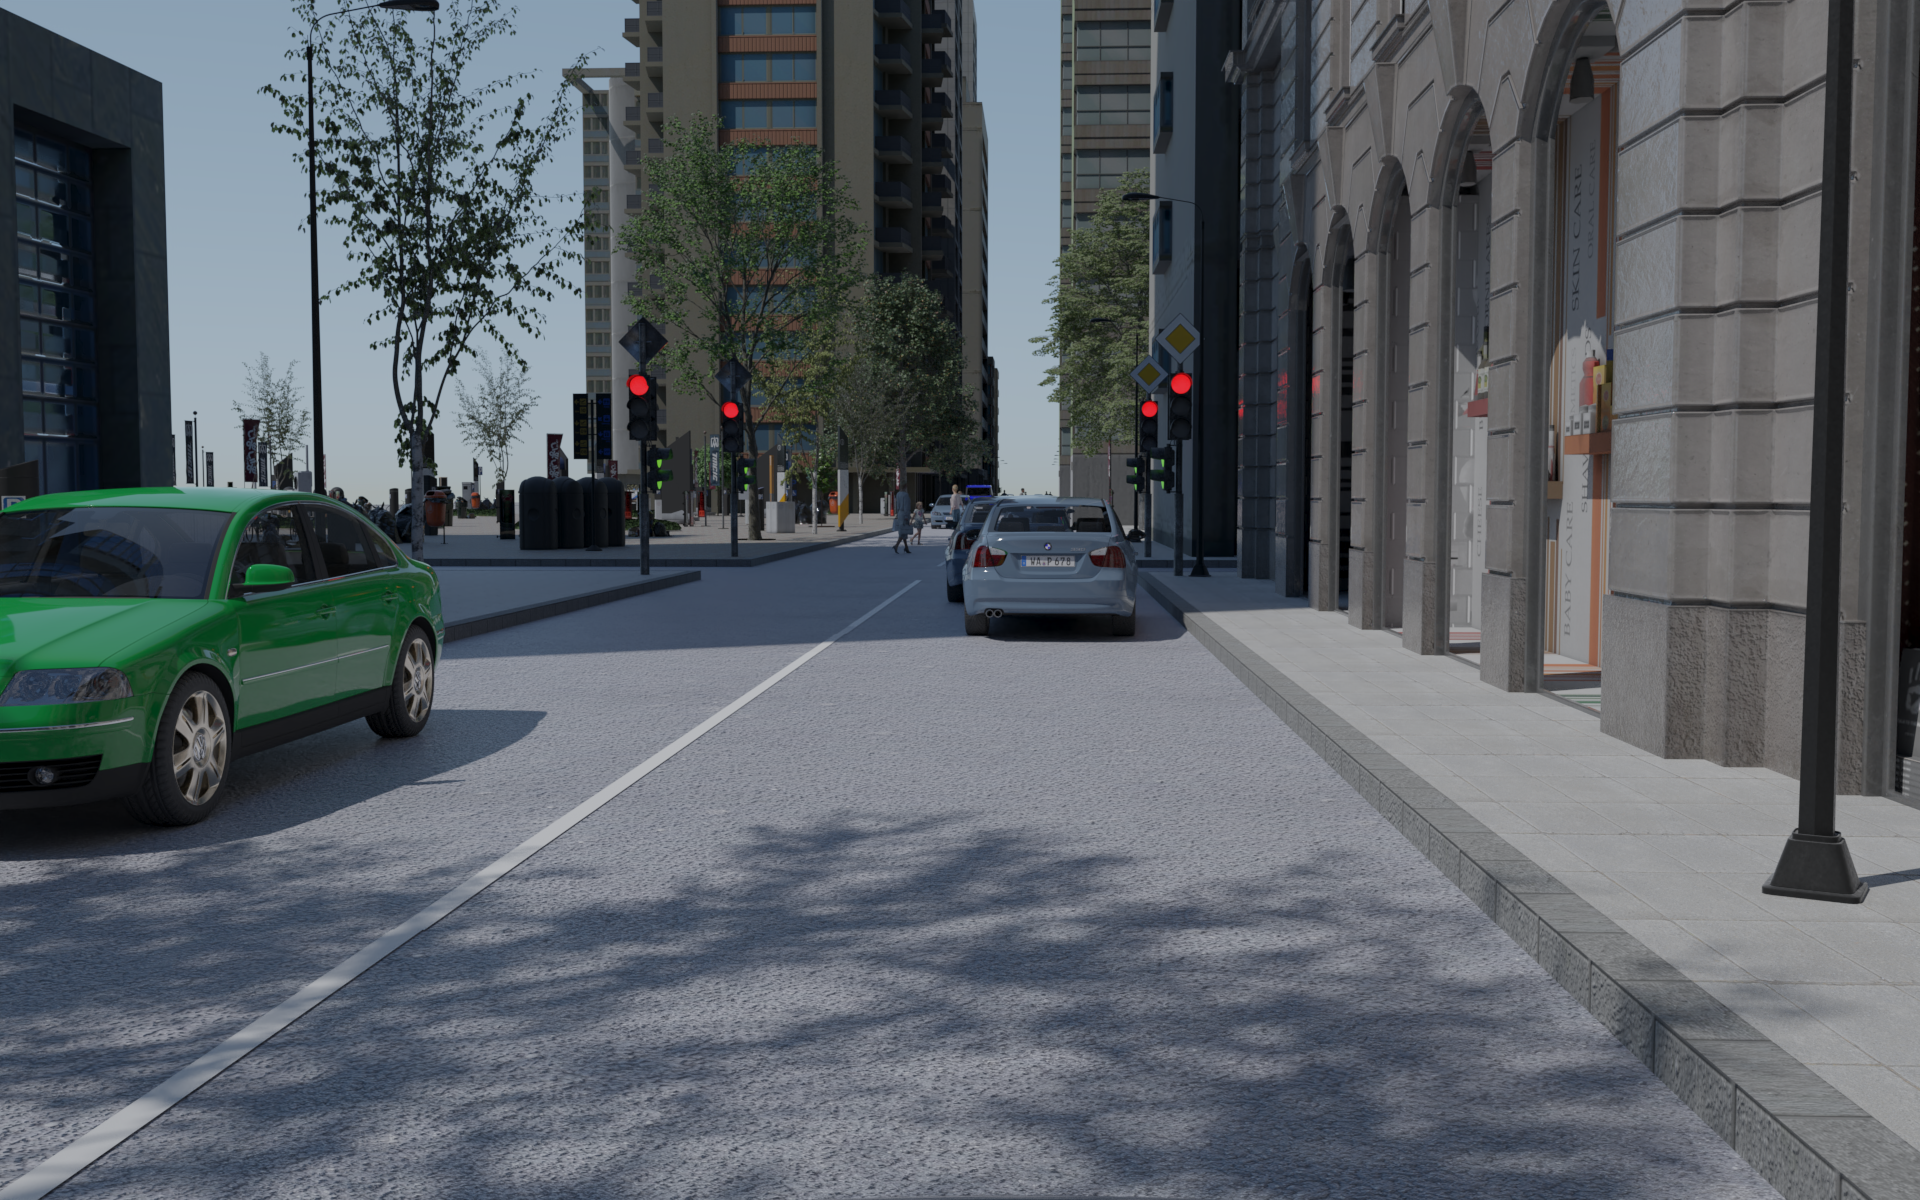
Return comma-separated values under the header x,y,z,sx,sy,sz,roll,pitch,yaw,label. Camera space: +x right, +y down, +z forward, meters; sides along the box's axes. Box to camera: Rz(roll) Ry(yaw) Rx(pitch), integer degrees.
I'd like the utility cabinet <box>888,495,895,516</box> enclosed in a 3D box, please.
x,y,z,sx,sy,sz,roll,pitch,yaw,label
-4.070,-5.561,102.076,0.306,1.237,1.020,1,4,10,utility cabinet

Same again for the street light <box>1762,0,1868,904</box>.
x,y,z,sx,sy,sz,roll,pitch,yaw,label
2.221,-2.013,5.449,1.470,5.913,1.316,0,4,3,street light

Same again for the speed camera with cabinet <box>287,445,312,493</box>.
x,y,z,sx,sy,sz,roll,pitch,yaw,label
-26.743,-4.631,70.055,0.660,3.252,2.038,-2,4,-33,speed camera with cabinet

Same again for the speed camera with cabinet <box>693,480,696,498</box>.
x,y,z,sx,sy,sz,roll,pitch,yaw,label
-17.612,-7.135,110.991,2.038,3.252,0.660,0,4,-8,speed camera with cabinet

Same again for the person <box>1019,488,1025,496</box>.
x,y,z,sx,sy,sz,roll,pitch,yaw,label
3.671,-5.778,103.236,0.850,1.792,0.678,1,4,10,person

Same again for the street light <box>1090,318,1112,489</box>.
x,y,z,sx,sy,sz,roll,pitch,yaw,label
4.124,-4.481,45.807,1.470,5.913,1.316,0,4,3,street light

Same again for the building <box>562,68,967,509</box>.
x,y,z,sx,sy,sz,roll,pitch,yaw,label
-15.715,-28.120,151.640,32.217,40.220,23.993,0,4,3,building

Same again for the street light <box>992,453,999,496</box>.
x,y,z,sx,sy,sz,roll,pitch,yaw,label
3.316,-13.608,195.030,1.470,5.913,1.316,0,4,3,street light

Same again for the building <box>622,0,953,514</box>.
x,y,z,sx,sy,sz,roll,pitch,yaw,label
-11.924,-28.763,124.906,22.147,44.769,28.867,0,4,3,building

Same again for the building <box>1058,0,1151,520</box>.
x,y,z,sx,sy,sz,roll,pitch,yaw,label
12.918,-25.612,102.353,14.154,41.232,14.086,0,4,3,building

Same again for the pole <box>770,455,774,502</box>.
x,y,z,sx,sy,sz,roll,pitch,yaw,label
-9.936,-5.970,91.447,0.158,3.312,0.155,0,3,0,pole

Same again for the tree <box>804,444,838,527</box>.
x,y,z,sx,sy,sz,roll,pitch,yaw,label
-5.227,-4.429,67.021,1.663,3.219,1.824,0,3,0,tree

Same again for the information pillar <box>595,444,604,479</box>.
x,y,z,sx,sy,sz,roll,pitch,yaw,label
-14.203,-4.705,68.281,0.183,3.616,0.504,2,4,24,information pillar

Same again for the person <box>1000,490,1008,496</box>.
x,y,z,sx,sy,sz,roll,pitch,yaw,label
4.079,-9.181,158.595,1.348,1.826,0.705,1,4,20,person

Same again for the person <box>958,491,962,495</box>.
x,y,z,sx,sy,sz,roll,pitch,yaw,label
-0.017,-6.043,109.105,0.330,1.601,0.589,0,4,7,person

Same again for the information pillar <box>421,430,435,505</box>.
x,y,z,sx,sy,sz,roll,pitch,yaw,label
-17.143,-3.938,55.747,0.183,3.616,0.504,3,5,43,information pillar

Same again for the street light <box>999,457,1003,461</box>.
x,y,z,sx,sy,sz,roll,pitch,yaw,label
4.271,-14.908,216.282,1.470,5.913,1.316,0,4,3,street light

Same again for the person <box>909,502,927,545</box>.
x,y,z,sx,sy,sz,roll,pitch,yaw,label
-1.165,-2.160,48.824,0.505,1.210,0.382,-3,5,-44,person

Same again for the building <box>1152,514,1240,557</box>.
x,y,z,sx,sy,sz,roll,pitch,yaw,label
15.721,-25.700,43.896,21.600,48.544,21.300,0,4,3,building

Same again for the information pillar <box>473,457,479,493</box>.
x,y,z,sx,sy,sz,roll,pitch,yaw,label
-30.926,-7.297,110.660,0.183,3.616,0.504,1,4,21,information pillar

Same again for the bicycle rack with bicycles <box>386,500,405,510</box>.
x,y,z,sx,sy,sz,roll,pitch,yaw,label
-32.052,-5.449,102.473,2.925,0.926,2.852,1,4,16,bicycle rack with bicycles

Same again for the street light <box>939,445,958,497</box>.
x,y,z,sx,sy,sz,roll,pitch,yaw,label
-0.750,-8.561,112.521,1.470,5.913,1.316,0,4,3,street light

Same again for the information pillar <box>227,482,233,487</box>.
x,y,z,sx,sy,sz,roll,pitch,yaw,label
-43.103,-5.983,102.321,0.304,2.012,0.304,-2,4,-29,information pillar

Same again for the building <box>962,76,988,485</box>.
x,y,z,sx,sy,sz,roll,pitch,yaw,label
-7.652,-35.593,205.648,21.300,48.544,21.600,0,4,3,building

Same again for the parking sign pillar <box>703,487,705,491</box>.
x,y,z,sx,sy,sz,roll,pitch,yaw,label
-13.089,-5.730,82.165,1.447,3.967,1.447,0,4,7,parking sign pillar

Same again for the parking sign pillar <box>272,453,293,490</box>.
x,y,z,sx,sy,sz,roll,pitch,yaw,label
-43.808,-7.557,112.030,1.447,3.967,1.447,2,4,32,parking sign pillar

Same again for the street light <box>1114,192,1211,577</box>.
x,y,z,sx,sy,sz,roll,pitch,yaw,label
3.193,-3.319,26.807,1.470,5.913,1.316,0,4,3,street light

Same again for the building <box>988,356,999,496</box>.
x,y,z,sx,sy,sz,roll,pitch,yaw,label
-8.973,-23.685,232.295,27.650,21.520,28.899,0,4,3,building

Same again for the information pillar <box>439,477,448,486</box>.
x,y,z,sx,sy,sz,roll,pitch,yaw,label
-22.217,-4.282,74.504,0.304,2.012,0.304,-2,4,-32,information pillar

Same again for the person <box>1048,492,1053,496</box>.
x,y,z,sx,sy,sz,roll,pitch,yaw,label
12.090,-13.613,231.601,0.617,1.759,0.750,1,4,16,person

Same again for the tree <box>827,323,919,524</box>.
x,y,z,sx,sy,sz,roll,pitch,yaw,label
-4.140,-7.595,74.545,4.360,8.622,3.978,0,3,0,tree

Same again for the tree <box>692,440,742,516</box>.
x,y,z,sx,sy,sz,roll,pitch,yaw,label
-14.163,-7.153,100.668,4.285,4.588,4.351,0,3,0,tree

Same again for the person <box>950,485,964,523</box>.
x,y,z,sx,sy,sz,roll,pitch,yaw,label
0.012,-3.013,58.437,0.598,1.740,0.731,1,4,18,person

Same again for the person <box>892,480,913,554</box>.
x,y,z,sx,sy,sz,roll,pitch,yaw,label
-1.406,-2.006,41.658,0.624,1.780,0.694,-1,4,-23,person

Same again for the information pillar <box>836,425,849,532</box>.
x,y,z,sx,sy,sz,roll,pitch,yaw,label
-4.009,-4.156,59.301,0.183,3.616,0.504,2,4,35,information pillar

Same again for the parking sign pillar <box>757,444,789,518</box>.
x,y,z,sx,sy,sz,roll,pitch,yaw,label
-10.232,-6.359,92.449,1.447,3.967,1.447,1,4,19,parking sign pillar

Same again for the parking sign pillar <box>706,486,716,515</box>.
x,y,z,sx,sy,sz,roll,pitch,yaw,label
-15.570,-7.135,105.135,1.447,3.967,1.447,1,4,17,parking sign pillar

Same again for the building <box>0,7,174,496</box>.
x,y,z,sx,sy,sz,roll,pitch,yaw,label
-28.490,-42.927,14.528,31.000,86.520,22.319,0,4,3,building

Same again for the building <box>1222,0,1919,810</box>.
x,y,z,sx,sy,sz,roll,pitch,yaw,label
9.606,-10.561,14.480,13.314,21.916,24.055,0,4,3,building

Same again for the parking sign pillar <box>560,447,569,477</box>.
x,y,z,sx,sy,sz,roll,pitch,yaw,label
-20.712,-6.183,89.557,1.447,3.967,1.447,-3,5,-39,parking sign pillar

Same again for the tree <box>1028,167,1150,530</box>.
x,y,z,sx,sy,sz,roll,pitch,yaw,label
6.124,-8.739,61.005,7.486,12.596,7.792,0,3,0,tree

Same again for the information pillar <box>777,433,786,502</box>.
x,y,z,sx,sy,sz,roll,pitch,yaw,label
-6.841,-4.590,66.401,0.183,3.616,0.504,-3,5,-41,information pillar

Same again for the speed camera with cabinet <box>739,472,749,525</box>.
x,y,z,sx,sy,sz,roll,pitch,yaw,label
-8.726,-4.771,72.344,0.660,3.252,2.038,0,4,8,speed camera with cabinet

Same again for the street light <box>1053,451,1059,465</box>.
x,y,z,sx,sy,sz,roll,pitch,yaw,label
11.061,-13.060,186.074,1.470,5.913,1.316,0,4,3,street light

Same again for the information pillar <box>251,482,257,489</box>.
x,y,z,sx,sy,sz,roll,pitch,yaw,label
-27.370,-4.634,67.124,0.183,3.616,0.504,-2,4,-35,information pillar

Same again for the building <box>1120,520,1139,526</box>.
x,y,z,sx,sy,sz,roll,pitch,yaw,label
11.905,-23.974,75.566,14.154,41.232,14.086,0,4,3,building

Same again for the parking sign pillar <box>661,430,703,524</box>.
x,y,z,sx,sy,sz,roll,pitch,yaw,label
-12.029,-5.213,73.711,1.447,3.967,1.447,1,4,13,parking sign pillar

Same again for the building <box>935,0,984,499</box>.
x,y,z,sx,sy,sz,roll,pitch,yaw,label
-5.675,-49.976,255.357,20.563,71.187,20.611,0,4,3,building

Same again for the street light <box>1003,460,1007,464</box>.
x,y,z,sx,sy,sz,roll,pitch,yaw,label
5.385,-16.205,237.493,1.470,5.913,1.316,0,4,3,street light

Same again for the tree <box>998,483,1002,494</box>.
x,y,z,sx,sy,sz,roll,pitch,yaw,label
5.731,-16.797,269.232,1.663,3.219,1.824,0,3,0,tree

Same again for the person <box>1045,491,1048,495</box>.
x,y,z,sx,sy,sz,roll,pitch,yaw,label
12.615,-14.985,253.139,1.348,1.869,0.705,-3,4,-36,person

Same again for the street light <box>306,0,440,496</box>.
x,y,z,sx,sy,sz,roll,pitch,yaw,label
-5.551,-2.679,16.338,1.470,5.913,1.316,0,4,3,street light

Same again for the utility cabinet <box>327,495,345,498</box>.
x,y,z,sx,sy,sz,roll,pitch,yaw,label
-36.311,-5.476,100.695,1.020,1.237,0.306,-1,4,-21,utility cabinet

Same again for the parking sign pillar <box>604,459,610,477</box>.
x,y,z,sx,sy,sz,roll,pitch,yaw,label
-22.670,-7.488,110.904,1.447,3.967,1.447,0,4,-3,parking sign pillar

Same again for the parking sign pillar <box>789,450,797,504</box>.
x,y,z,sx,sy,sz,roll,pitch,yaw,label
-10.116,-6.999,102.912,1.447,3.967,1.447,-2,4,-27,parking sign pillar

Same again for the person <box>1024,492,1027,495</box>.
x,y,z,sx,sy,sz,roll,pitch,yaw,label
8.371,-12.767,217.963,0.721,1.743,1.217,2,4,24,person
